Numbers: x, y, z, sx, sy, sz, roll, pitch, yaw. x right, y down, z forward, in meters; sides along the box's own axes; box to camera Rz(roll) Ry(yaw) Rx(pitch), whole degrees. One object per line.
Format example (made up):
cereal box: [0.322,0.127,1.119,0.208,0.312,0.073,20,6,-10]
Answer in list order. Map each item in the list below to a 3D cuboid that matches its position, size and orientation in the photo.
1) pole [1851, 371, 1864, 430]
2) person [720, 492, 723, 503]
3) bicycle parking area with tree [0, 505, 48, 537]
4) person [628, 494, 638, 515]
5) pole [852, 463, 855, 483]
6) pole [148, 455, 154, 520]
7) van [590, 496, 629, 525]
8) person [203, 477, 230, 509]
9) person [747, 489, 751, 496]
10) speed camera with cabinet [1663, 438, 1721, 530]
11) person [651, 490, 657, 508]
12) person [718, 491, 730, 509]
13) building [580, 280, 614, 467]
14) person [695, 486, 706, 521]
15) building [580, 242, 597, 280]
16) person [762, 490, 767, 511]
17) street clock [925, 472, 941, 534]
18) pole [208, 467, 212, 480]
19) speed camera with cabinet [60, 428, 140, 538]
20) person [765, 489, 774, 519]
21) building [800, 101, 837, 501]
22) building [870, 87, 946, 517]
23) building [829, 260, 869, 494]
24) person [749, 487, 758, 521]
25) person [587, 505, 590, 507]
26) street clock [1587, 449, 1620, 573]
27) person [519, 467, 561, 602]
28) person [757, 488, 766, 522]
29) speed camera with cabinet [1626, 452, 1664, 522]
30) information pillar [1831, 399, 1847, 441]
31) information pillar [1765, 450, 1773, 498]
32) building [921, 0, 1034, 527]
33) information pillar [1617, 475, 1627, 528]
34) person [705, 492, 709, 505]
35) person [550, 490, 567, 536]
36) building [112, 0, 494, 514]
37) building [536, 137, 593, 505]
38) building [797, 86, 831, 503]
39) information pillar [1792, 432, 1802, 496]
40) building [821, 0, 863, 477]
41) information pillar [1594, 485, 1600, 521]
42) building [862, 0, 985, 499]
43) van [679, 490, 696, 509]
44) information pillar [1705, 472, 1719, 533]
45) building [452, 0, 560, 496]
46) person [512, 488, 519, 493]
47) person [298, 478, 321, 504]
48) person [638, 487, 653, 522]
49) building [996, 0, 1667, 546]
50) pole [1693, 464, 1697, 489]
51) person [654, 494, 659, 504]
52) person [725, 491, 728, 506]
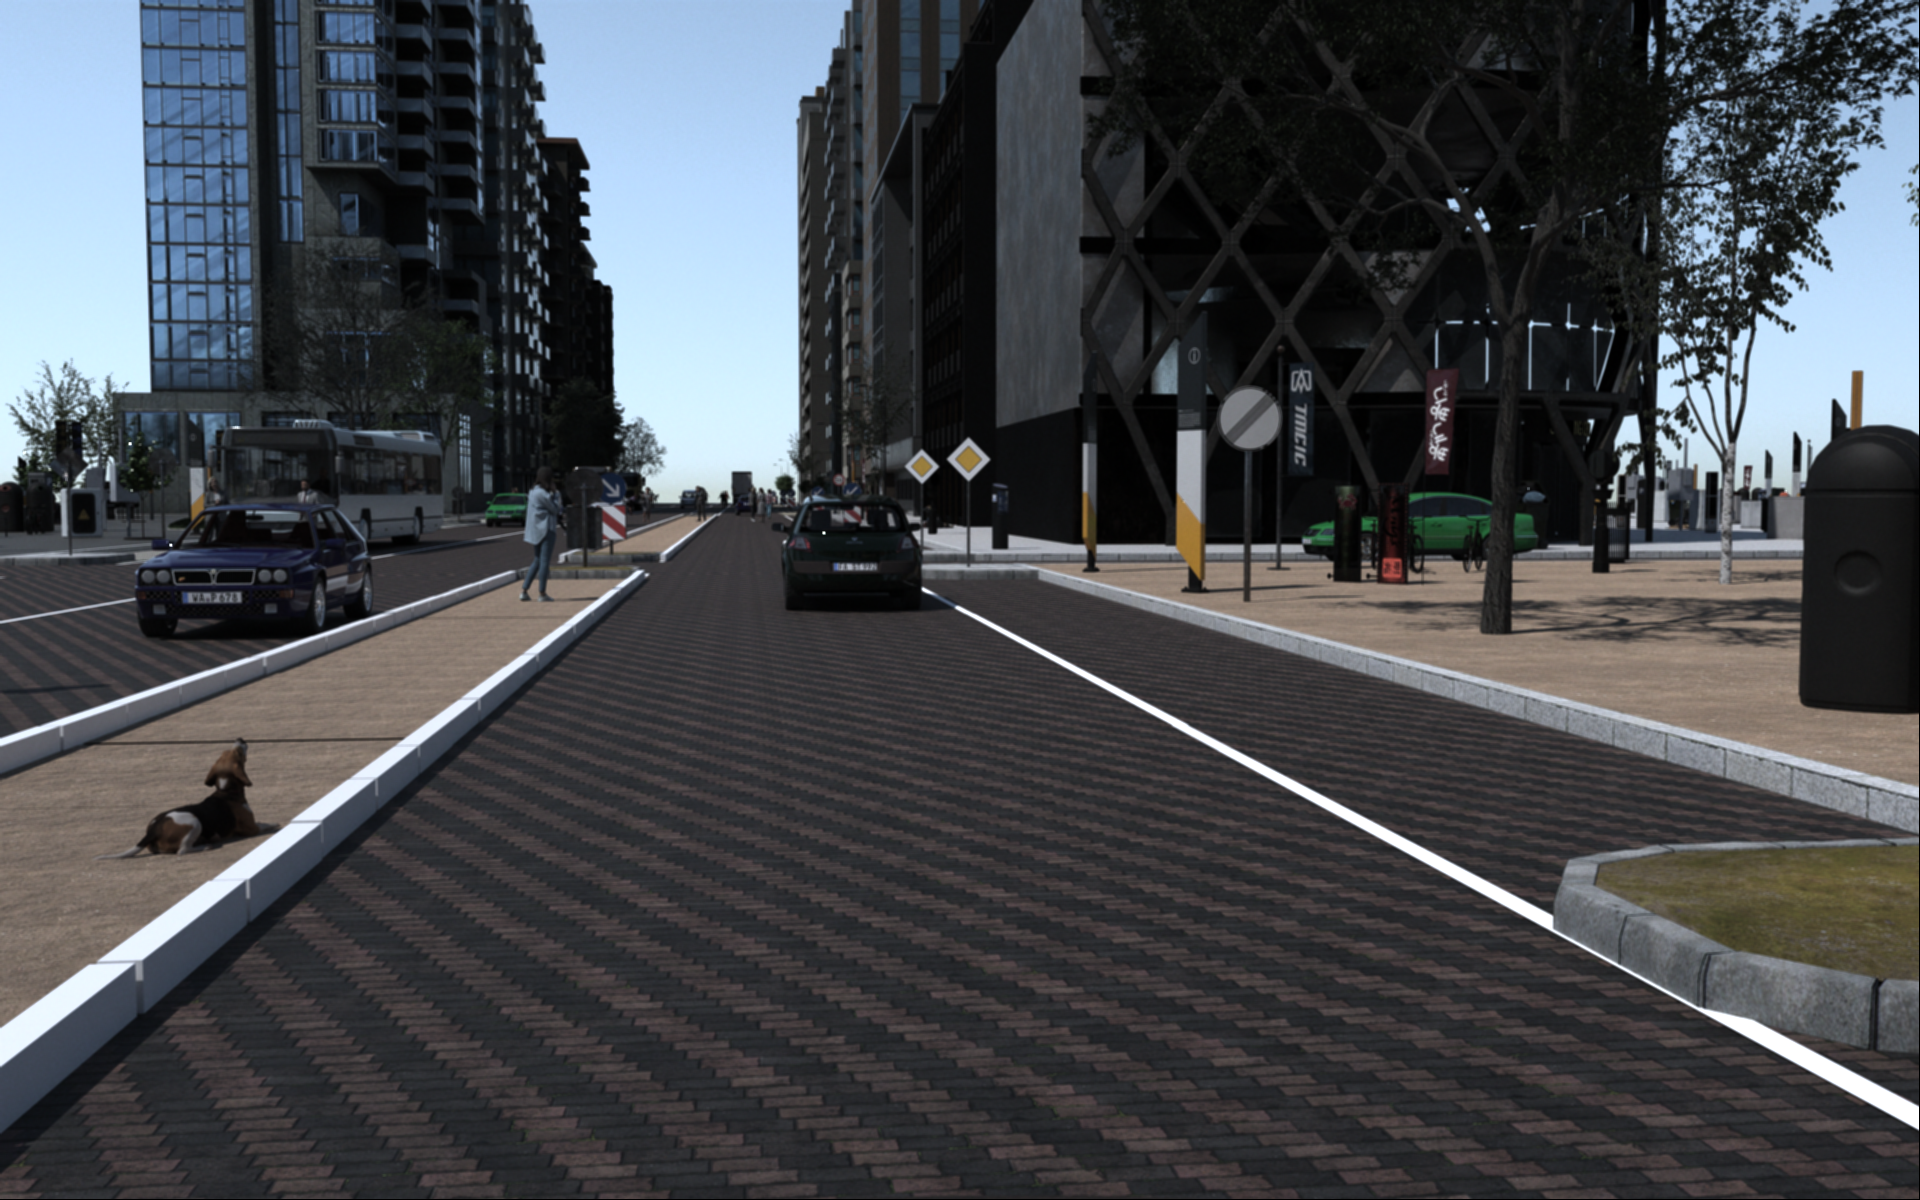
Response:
pole: [14.879,-2.138,28.799,0.158,3.312,0.155,0,3,0]
person: [-36.882,-15.910,268.656,1.348,1.821,0.705,3,5,41]
bicycle parking area with tree: [-32.422,-3.989,52.230,8.231,4.147,9.016,0,4,-2]
person: [-22.614,-6.599,119.632,0.697,1.427,0.421,-1,4,-15]
pole: [-6.869,-7.228,112.028,0.158,3.312,0.155,0,3,0]
pole: [-40.102,-5.628,85.853,0.158,3.312,0.155,0,3,0]
van: [-15.869,-4.333,77.853,2.013,2.044,4.112,-1,4,-9]
person: [-15.943,-1.743,37.180,0.537,1.800,0.526,-2,4,-24]
person: [-16.534,-7.814,136.123,0.709,1.838,0.599,-3,4,-36]
speed camera with cabinet: [26.229,-4.128,61.831,2.038,3.252,0.660,-2,4,-25]
person: [-32.385,-10.600,181.890,1.350,1.814,0.705,-1,4,-14]
person: [-22.499,-9.528,165.102,1.217,1.723,0.721,1,4,10]
building: [-53.525,-28.014,229.737,14.160,30.474,14.107,0,4,-7]
person: [-13.521,-5.010,90.217,0.655,1.846,0.447,1,4,20]
building: [-65.114,-33.963,247.172,32.217,40.220,23.993,0,4,-7]
person: [-16.236,-8.255,143.914,0.683,1.767,0.568,-2,4,-31]
street clock: [-0.875,-3.181,56.577,0.471,2.002,0.358,-3,5,-41]
pole: [-38.779,-5.856,89.589,0.158,3.312,0.155,0,3,0]
speed camera with cabinet: [-25.502,-3.488,51.360,2.038,3.252,0.660,-3,5,-44]
person: [-11.210,-5.641,101.574,0.563,1.720,0.643,2,4,24]
building: [-8.040,-35.940,211.317,21.300,48.544,21.600,0,4,-7]
building: [2.996,-17.131,99.161,14.314,24.678,30.058,0,4,-7]
building: [3.697,-18.291,144.094,27.650,21.520,28.899,0,4,-7]
person: [-10.746,-5.016,90.690,0.709,1.800,0.728,-2,4,-29]
person: [-15.707,-3.926,72.706,0.654,1.822,0.581,0,4,-7]
street clock: [10.435,-1.442,28.142,0.358,2.002,0.471,-2,4,-33]
person: [-5.579,-0.869,22.969,0.793,1.790,0.793,1,4,20]
person: [-10.095,-4.821,87.889,0.480,1.755,0.524,-2,4,-32]
speed camera with cabinet: [31.977,-5.266,80.432,0.660,3.252,2.038,-3,4,-38]
information pillar: [21.684,-3.148,42.817,0.504,3.616,0.183,-2,4,-30]
information pillar: [42.793,-6.138,91.712,0.504,3.616,0.183,-2,4,-30]
building: [5.270,-15.024,75.312,12.332,23.373,15.834,0,4,-7]
information pillar: [25.104,-3.745,65.719,0.304,2.012,0.304,1,4,15]
person: [-34.789,-13.945,237.188,1.217,1.739,0.721,2,4,33]
person: [-13.868,-3.129,59.501,0.661,1.843,0.795,3,5,44]
building: [-45.165,-49.529,122.477,22.319,86.520,31.000,0,4,-7]
building: [-55.948,-33.801,207.276,22.147,44.769,28.867,0,4,-7]
building: [-13.537,-43.802,258.162,21.231,58.520,28.212,0,4,-7]
information pillar: [31.342,-4.499,64.911,0.183,3.616,0.504,0,3,0]
building: [-1.899,-33.820,172.568,23.786,49.044,30.456,0,4,-7]
information pillar: [28.811,-5.332,78.540,0.504,3.616,0.183,0,4,-4]
building: [0.577,-28.819,121.303,14.600,45.320,14.200,0,4,-7]
van: [-26.620,-9.995,170.431,2.013,2.044,4.112,0,4,-6]
information pillar: [24.912,-3.237,57.417,0.304,2.012,0.304,0,4,5]
building: [-49.149,-32.758,155.195,23.786,49.044,30.456,0,4,-7]
person: [-26.945,-5.906,105.038,0.573,1.828,0.580,0,4,8]
person: [-14.268,-1.785,37.953,0.678,1.792,0.850,1,4,13]
person: [-15.984,-4.842,88.029,0.716,1.782,0.532,0,4,-6]
building: [10.524,-11.135,49.504,16.811,18.784,16.820,0,4,-7]
pole: [50.286,-7.622,118.466,0.158,3.312,0.155,0,3,0]
person: [-42.637,-14.174,243.437,0.799,1.438,0.628,-1,4,-9]
person: [-28.130,-12.226,208.332,0.705,1.831,1.348,-3,4,-36]
